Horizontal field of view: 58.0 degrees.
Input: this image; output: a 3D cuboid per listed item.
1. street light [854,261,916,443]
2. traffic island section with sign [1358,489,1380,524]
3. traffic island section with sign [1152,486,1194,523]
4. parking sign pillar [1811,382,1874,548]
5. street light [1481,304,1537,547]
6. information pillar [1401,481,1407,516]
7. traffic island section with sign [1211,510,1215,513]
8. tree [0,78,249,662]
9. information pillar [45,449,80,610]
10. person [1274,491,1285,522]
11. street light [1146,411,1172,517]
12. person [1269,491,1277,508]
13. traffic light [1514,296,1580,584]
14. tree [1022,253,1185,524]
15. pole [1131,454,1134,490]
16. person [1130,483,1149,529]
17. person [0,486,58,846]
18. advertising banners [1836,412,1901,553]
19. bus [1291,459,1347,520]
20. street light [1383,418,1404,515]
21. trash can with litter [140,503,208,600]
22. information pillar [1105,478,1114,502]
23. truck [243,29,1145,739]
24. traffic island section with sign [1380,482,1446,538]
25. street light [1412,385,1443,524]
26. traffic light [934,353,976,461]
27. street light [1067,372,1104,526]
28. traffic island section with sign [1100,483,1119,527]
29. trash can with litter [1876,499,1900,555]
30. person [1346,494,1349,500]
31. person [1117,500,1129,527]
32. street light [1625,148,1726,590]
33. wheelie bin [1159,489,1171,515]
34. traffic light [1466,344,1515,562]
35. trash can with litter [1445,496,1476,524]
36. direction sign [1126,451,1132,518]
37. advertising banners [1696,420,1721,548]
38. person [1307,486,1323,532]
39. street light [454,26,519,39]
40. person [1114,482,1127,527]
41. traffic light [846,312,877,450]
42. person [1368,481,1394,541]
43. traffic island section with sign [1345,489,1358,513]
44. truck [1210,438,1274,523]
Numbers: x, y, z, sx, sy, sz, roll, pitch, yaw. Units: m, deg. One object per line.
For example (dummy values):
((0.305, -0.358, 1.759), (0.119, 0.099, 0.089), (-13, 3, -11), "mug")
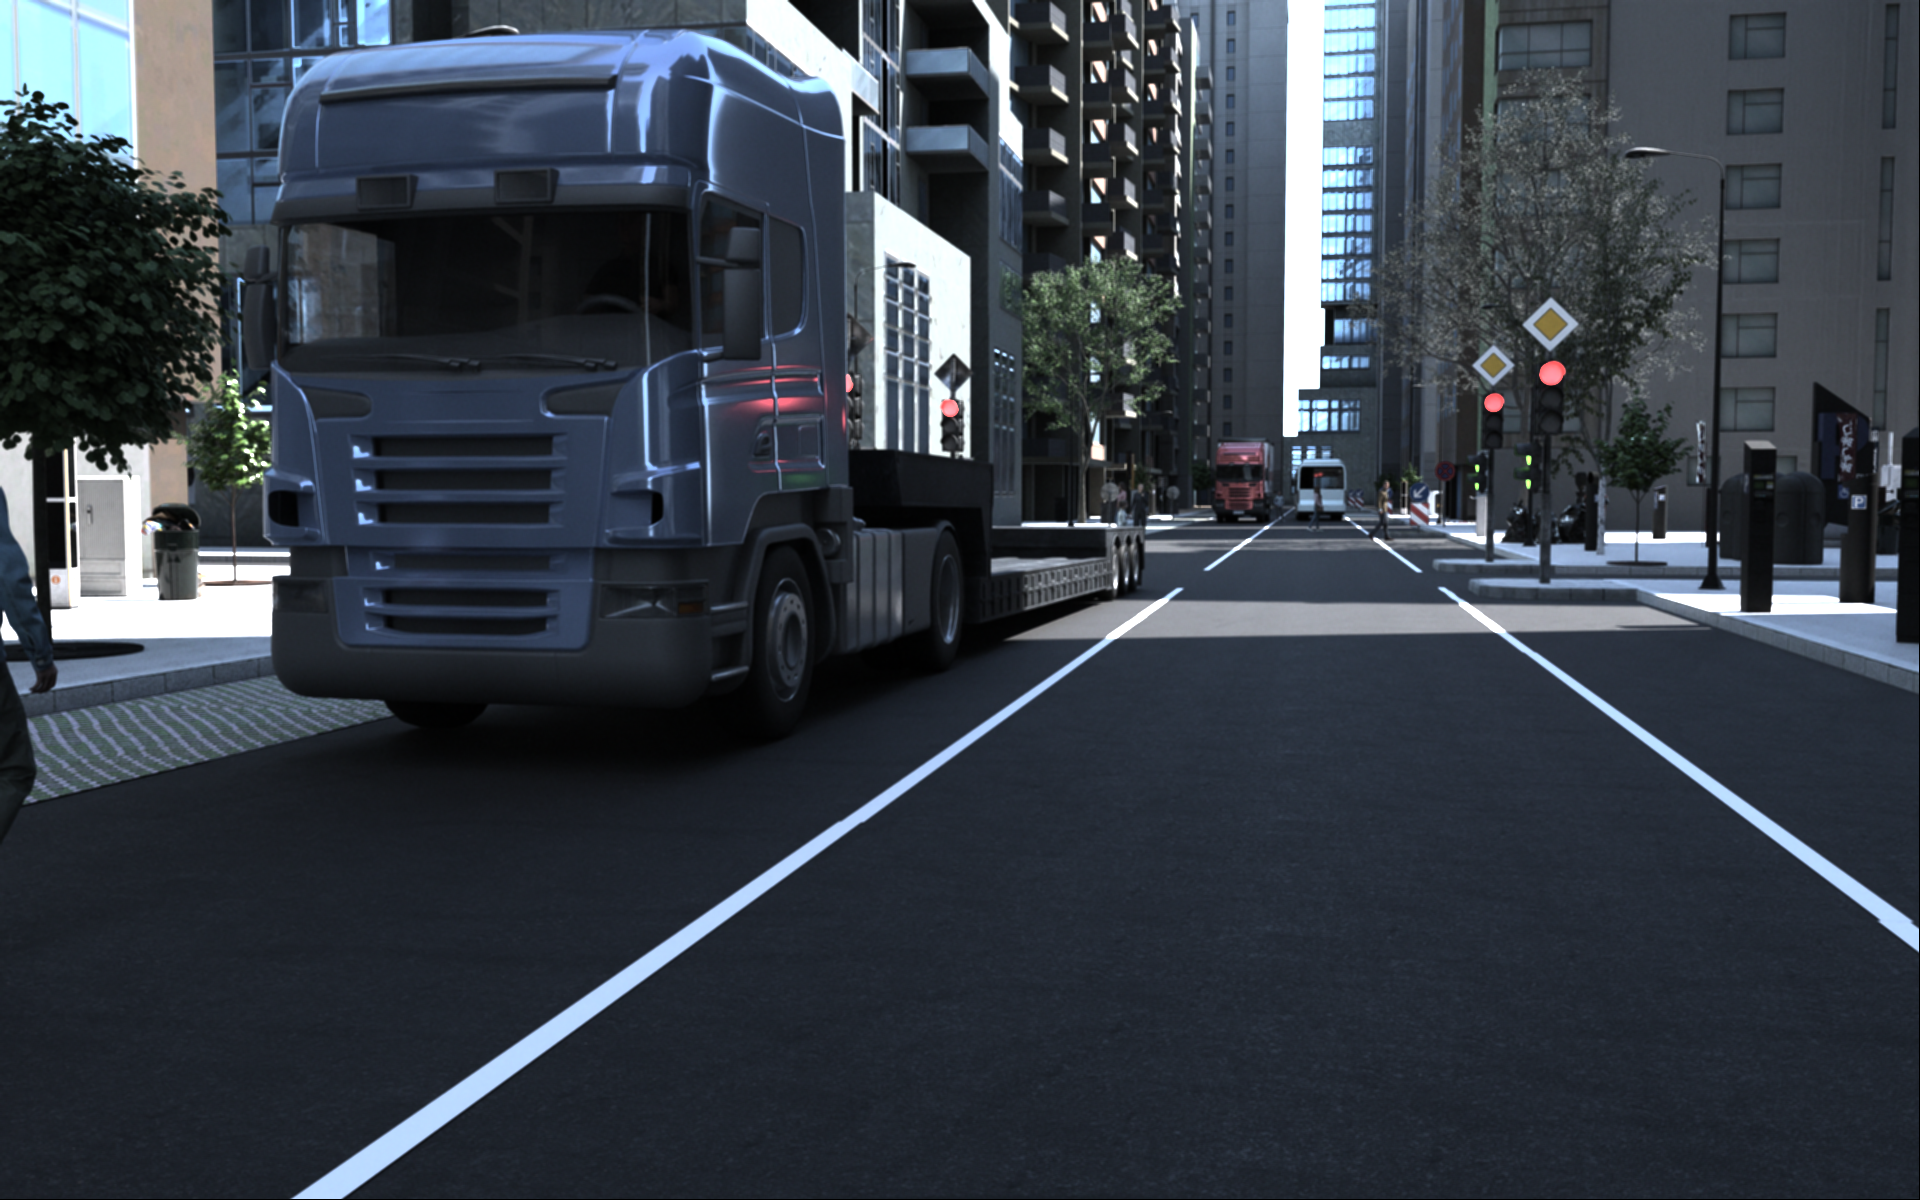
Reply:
((-1.564, -3.809, 34.824), (1.470, 5.913, 1.316), (1, 4, 12), "street light")
((20.587, -4.631, 84.350), (1.989, 1.847, 2.006), (1, 4, 12), "traffic island section with sign")
((10.563, -4.707, 85.589), (1.989, 1.847, 2.006), (1, 4, 12), "traffic island section with sign")
((21.168, -3.247, 41.560), (1.447, 3.967, 1.447), (0, 4, 3), "parking sign pillar")
((13.438, -4.273, 42.406), (1.470, 5.913, 1.316), (1, 4, 12), "street light")
((25.854, -5.892, 100.833), (0.304, 2.012, 0.304), (2, 4, 25), "information pillar")
((20.548, -7.694, 134.423), (1.989, 1.847, 2.006), (1, 4, 12), "traffic island section with sign")
((-7.286, -1.843, 13.846), (4.285, 4.588, 4.351), (0, 3, 0), "tree")
((-9.997, -0.900, 19.209), (0.304, 2.012, 0.304), (-1, 4, -8), "information pillar")
((16.534, -4.855, 89.693), (0.589, 1.601, 0.330), (0, 4, 2), "person")
((11.214, -7.647, 97.569), (1.470, 5.913, 1.316), (1, 4, 12), "street light")
((31.345, -10.004, 172.854), (0.721, 1.735, 1.217), (-3, 4, -36), "person")
((8.385, -2.193, 24.776), (0.839, 4.253, 0.868), (1, 4, 12), "traffic light")
((5.379, -9.054, 73.787), (9.928, 11.665, 9.643), (0, 3, 0), "tree")
((8.736, -5.732, 87.566), (0.158, 3.312, 0.155), (0, 3, 0), "pole")
((5.701, -2.818, 54.988), (0.576, 1.772, 0.534), (0, 4, -3), "person")
((-3.099, 0.219, 5.258), (0.601, 1.785, 0.444), (1, 4, 13), "person")
((19.732, -2.513, 37.268), (2.074, 3.025, 0.090), (-1, 4, -9), "advertising banners")
((20.332, -6.321, 98.212), (2.948, 3.499, 13.247), (1, 4, 10), "bus")
((26.457, -8.142, 105.667), (1.470, 5.913, 1.316), (1, 4, 12), "street light")
((-9.578, -0.598, 21.166), (0.624, 1.170, 1.055), (-1, 4, -15), "trash can with litter")
((6.956, -4.654, 80.587), (0.304, 2.012, 0.304), (3, 4, 36), "information pillar")
((-0.547, -1.675, 17.144), (2.967, 4.110, 18.799), (1, 4, 13), "truck")
((15.195, -3.013, 57.883), (1.989, 1.847, 2.006), (1, 4, 12), "traffic island section with sign")
((19.968, -6.202, 73.942), (1.470, 5.913, 1.316), (1, 4, 12), "street light")
((-0.123, -2.796, 34.641), (0.839, 4.253, 0.868), (1, 4, 12), "traffic light")
((4.780, -5.724, 66.121), (1.470, 5.913, 1.316), (1, 4, 12), "street light")
((5.102, -3.070, 58.823), (1.989, 1.847, 2.006), (1, 4, 12), "traffic island section with sign")
((19.338, -1.542, 36.604), (1.055, 1.170, 0.624), (0, 4, 7), "trash can with litter")
((33.409, -8.707, 150.861), (1.348, 1.823, 0.705), (-2, 4, -34), "person")
((3.808, -1.681, 40.268), (0.394, 1.301, 0.425), (-2, 4, -24), "person")
((9.626, -3.106, 23.324), (1.470, 5.913, 1.316), (1, 4, 12), "street light")
((12.870, -6.166, 108.715), (0.693, 1.594, 0.980), (1, 4, 22), "wheelie bin")
((9.983, -2.672, 32.600), (0.839, 4.253, 0.868), (1, 4, 12), "traffic light")
((22.102, -3.970, 75.963), (2.233, 1.210, 1.678), (1, 4, 20), "trash can with litter")
((8.878, -6.062, 91.117), (0.379, 3.537, 0.876), (-1, 4, -11), "direction sign")
((18.158, -2.789, 41.784), (2.074, 3.025, 0.090), (-3, 5, -44), "advertising banners")
((13.575, -3.489, 66.130), (0.643, 1.750, 0.593), (0, 4, 3), "person")
((-5.059, -2.748, 17.465), (1.470, 5.913, 1.316), (1, 4, 12), "street light")
((5.292, -2.976, 57.165), (0.388, 1.821, 0.555), (-2, 4, -24), "person")
((-1.722, -2.318, 26.817), (0.839, 4.253, 0.868), (1, 4, 12), "traffic light")
((12.992, -2.746, 53.303), (0.836, 1.842, 0.656), (0, 4, -2), "person")
((30.411, -7.573, 132.451), (1.989, 1.847, 2.006), (1, 4, 12), "traffic island section with sign")
((14.687, -6.141, 89.323), (2.839, 4.237, 11.283), (1, 4, 12), "truck")
